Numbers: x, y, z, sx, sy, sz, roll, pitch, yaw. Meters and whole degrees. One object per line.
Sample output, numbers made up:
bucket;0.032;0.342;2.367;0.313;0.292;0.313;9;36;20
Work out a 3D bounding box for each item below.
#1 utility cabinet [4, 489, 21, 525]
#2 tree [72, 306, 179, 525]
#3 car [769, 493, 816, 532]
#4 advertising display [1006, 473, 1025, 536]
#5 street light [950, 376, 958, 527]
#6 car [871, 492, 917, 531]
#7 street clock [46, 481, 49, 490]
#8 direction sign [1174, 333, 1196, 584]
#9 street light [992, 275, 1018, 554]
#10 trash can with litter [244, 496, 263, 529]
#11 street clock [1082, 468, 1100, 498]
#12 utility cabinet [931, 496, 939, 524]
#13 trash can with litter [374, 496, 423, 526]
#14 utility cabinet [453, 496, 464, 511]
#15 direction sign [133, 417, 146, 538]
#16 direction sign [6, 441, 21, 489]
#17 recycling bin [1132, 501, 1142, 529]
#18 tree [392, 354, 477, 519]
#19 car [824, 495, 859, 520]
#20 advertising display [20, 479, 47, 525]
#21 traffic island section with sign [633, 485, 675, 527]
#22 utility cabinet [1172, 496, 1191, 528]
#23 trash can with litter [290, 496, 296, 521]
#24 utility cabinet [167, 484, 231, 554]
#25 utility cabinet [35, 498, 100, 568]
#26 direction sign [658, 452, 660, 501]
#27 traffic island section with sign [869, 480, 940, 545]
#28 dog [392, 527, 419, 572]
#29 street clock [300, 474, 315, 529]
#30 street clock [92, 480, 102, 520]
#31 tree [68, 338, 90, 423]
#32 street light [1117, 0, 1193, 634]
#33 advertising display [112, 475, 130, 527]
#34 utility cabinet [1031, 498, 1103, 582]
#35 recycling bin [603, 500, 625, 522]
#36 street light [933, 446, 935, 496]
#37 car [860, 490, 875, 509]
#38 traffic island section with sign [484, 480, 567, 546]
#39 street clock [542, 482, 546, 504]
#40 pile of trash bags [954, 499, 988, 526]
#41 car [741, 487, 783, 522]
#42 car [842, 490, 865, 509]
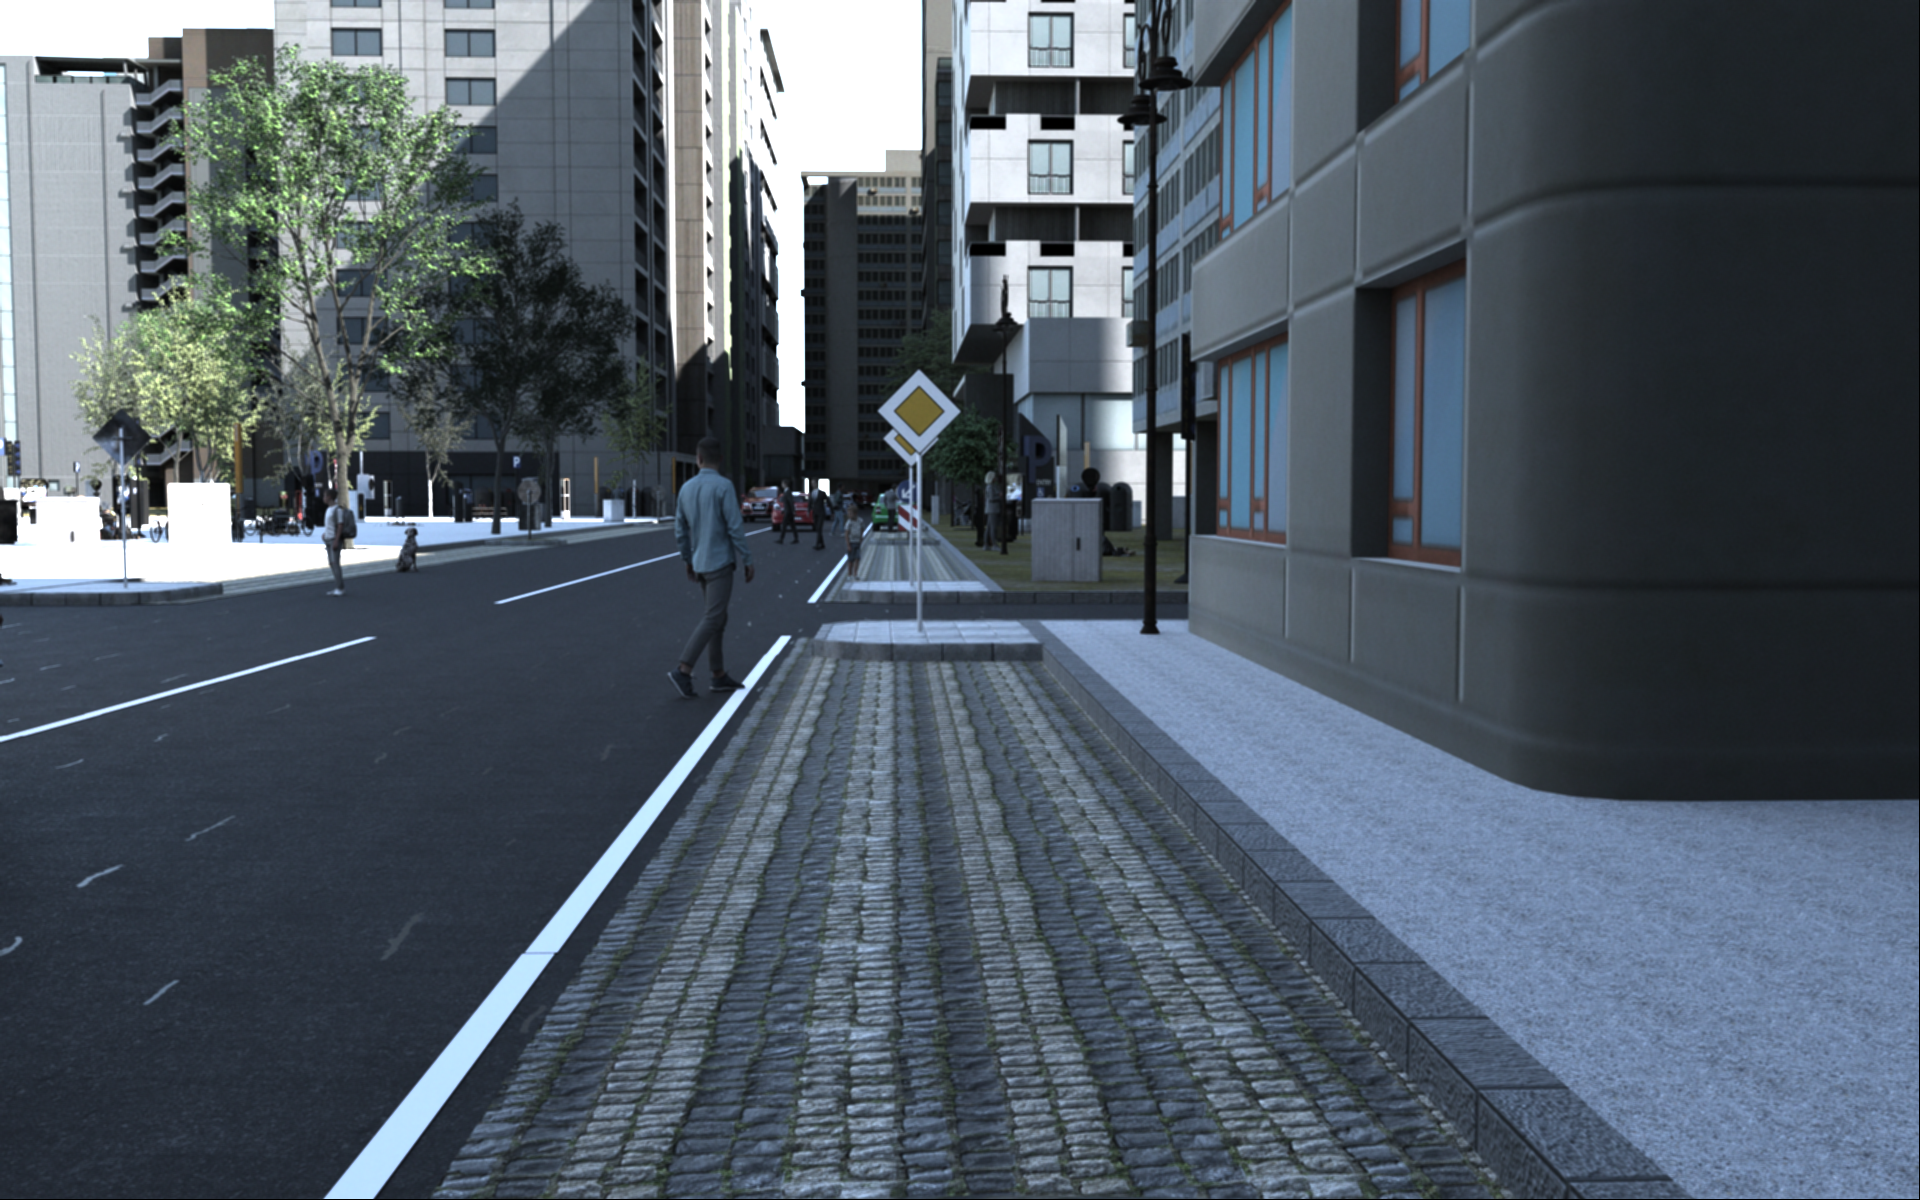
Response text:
utility cabinet;-38.764;-3.762;70.188;1.173;1.500;0.318;-1;4;-14
tree;-32.938;-7.201;68.095;4.360;8.622;3.978;0;3;0
car;-6.412;-3.593;67.787;2.155;1.783;4.494;0;4;-4
advertising display;1.657;-2.975;53.853;0.123;1.923;0.974;-3;5;-40
street light;-0.299;-5.825;68.023;0.468;5.910;1.993;0;4;-2
car;-2.501;-3.583;67.386;1.959;1.807;4.718;0;4;-2
street clock;-50.094;-5.513;94.713;0.358;2.002;0.471;2;4;35
direction sign;3.280;-2.013;24.906;0.379;3.537;0.876;1;4;19
street light;0.940;-3.908;36.684;0.468;5.910;1.993;0;4;-2
trash can with litter;-26.302;-3.180;63.050;2.233;1.210;1.678;-1;4;-13
street clock;3.612;-2.649;47.885;0.471;2.002;0.358;1;4;16
utility cabinet;-1.047;-3.846;74.042;0.306;1.237;1.020;0;4;-3
trash can with litter;-22.607;-3.619;70.230;2.233;1.210;1.678;3;5;43
utility cabinet;-27.532;-5.147;95.321;0.306;1.237;1.020;-3;5;-42
direction sign;-24.255;-3.614;51.084;0.379;3.537;0.876;-2;4;-35
direction sign;-40.282;-5.003;73.791;0.876;3.537;0.379;2;4;28
recycling bin;6.347;-3.190;64.706;0.722;1.027;0.722;-1;4;-10
tree;-27.122;-8.493;89.219;4.360;8.622;3.978;0;3;0
car;-6.583;-5.122;95.739;2.014;1.417;4.499;0;4;-3
advertising display;-39.082;-4.150;73.072;0.974;1.923;0.123;-2;4;-33
traffic island section with sign;-13.095;-4.077;75.280;1.989;1.847;2.006;0;4;-2
utility cabinet;8.243;-3.281;64.801;1.020;1.237;0.306;-1;4;-9
trash can with litter;-31.111;-4.382;82.701;2.233;1.210;1.678;-2;4;-27
utility cabinet;-16.015;-1.700;36.479;1.173;1.500;0.318;-1;4;-17
utility cabinet;-15.471;-1.154;30.031;1.020;1.237;0.306;1;4;9
direction sign;-16.302;-6.228;93.822;0.379;3.537;0.876;0;4;-6
traffic island section with sign;-1.568;-2.470;49.009;1.989;1.847;2.006;0;4;-2
dog;-10.343;-0.929;32.024;0.800;0.831;0.513;-3;4;-39
street clock;-25.381;-3.843;67.396;0.471;2.002;0.358;0;4;1
street clock;-42.518;-4.938;85.313;0.471;2.002;0.358;-2;4;-26
tree;-37.291;-7.738;76.871;4.737;8.622;4.395;0;3;0
street light;1.747;-2.628;15.760;0.468;5.910;1.993;0;4;-2
advertising display;-28.543;-3.288;58.973;0.123;1.923;0.974;0;4;0
utility cabinet;1.578;-0.879;25.539;1.020;1.237;0.306;1;4;14
recycling bin;-15.852;-4.083;79.310;0.722;1.027;0.722;3;5;44
street light;-1.499;-7.708;98.819;0.468;5.910;1.993;0;4;-2
car;-9.549;-9.979;171.827;2.281;1.827;5.304;0;4;-2
traffic island section with sign;-12.067;-2.429;48.344;1.989;1.847;2.006;0;4;-2
street clock;-22.639;-5.508;94.627;0.358;2.002;0.471;0;4;5
pile of trash bags;1.406;-3.714;70.480;3.447;1.369;1.912;0;4;-7
car;-10.060;-4.931;89.290;2.281;1.827;5.304;0;4;0
car;-10.188;-9.575;165.225;2.281;1.827;5.304;0;4;-2
